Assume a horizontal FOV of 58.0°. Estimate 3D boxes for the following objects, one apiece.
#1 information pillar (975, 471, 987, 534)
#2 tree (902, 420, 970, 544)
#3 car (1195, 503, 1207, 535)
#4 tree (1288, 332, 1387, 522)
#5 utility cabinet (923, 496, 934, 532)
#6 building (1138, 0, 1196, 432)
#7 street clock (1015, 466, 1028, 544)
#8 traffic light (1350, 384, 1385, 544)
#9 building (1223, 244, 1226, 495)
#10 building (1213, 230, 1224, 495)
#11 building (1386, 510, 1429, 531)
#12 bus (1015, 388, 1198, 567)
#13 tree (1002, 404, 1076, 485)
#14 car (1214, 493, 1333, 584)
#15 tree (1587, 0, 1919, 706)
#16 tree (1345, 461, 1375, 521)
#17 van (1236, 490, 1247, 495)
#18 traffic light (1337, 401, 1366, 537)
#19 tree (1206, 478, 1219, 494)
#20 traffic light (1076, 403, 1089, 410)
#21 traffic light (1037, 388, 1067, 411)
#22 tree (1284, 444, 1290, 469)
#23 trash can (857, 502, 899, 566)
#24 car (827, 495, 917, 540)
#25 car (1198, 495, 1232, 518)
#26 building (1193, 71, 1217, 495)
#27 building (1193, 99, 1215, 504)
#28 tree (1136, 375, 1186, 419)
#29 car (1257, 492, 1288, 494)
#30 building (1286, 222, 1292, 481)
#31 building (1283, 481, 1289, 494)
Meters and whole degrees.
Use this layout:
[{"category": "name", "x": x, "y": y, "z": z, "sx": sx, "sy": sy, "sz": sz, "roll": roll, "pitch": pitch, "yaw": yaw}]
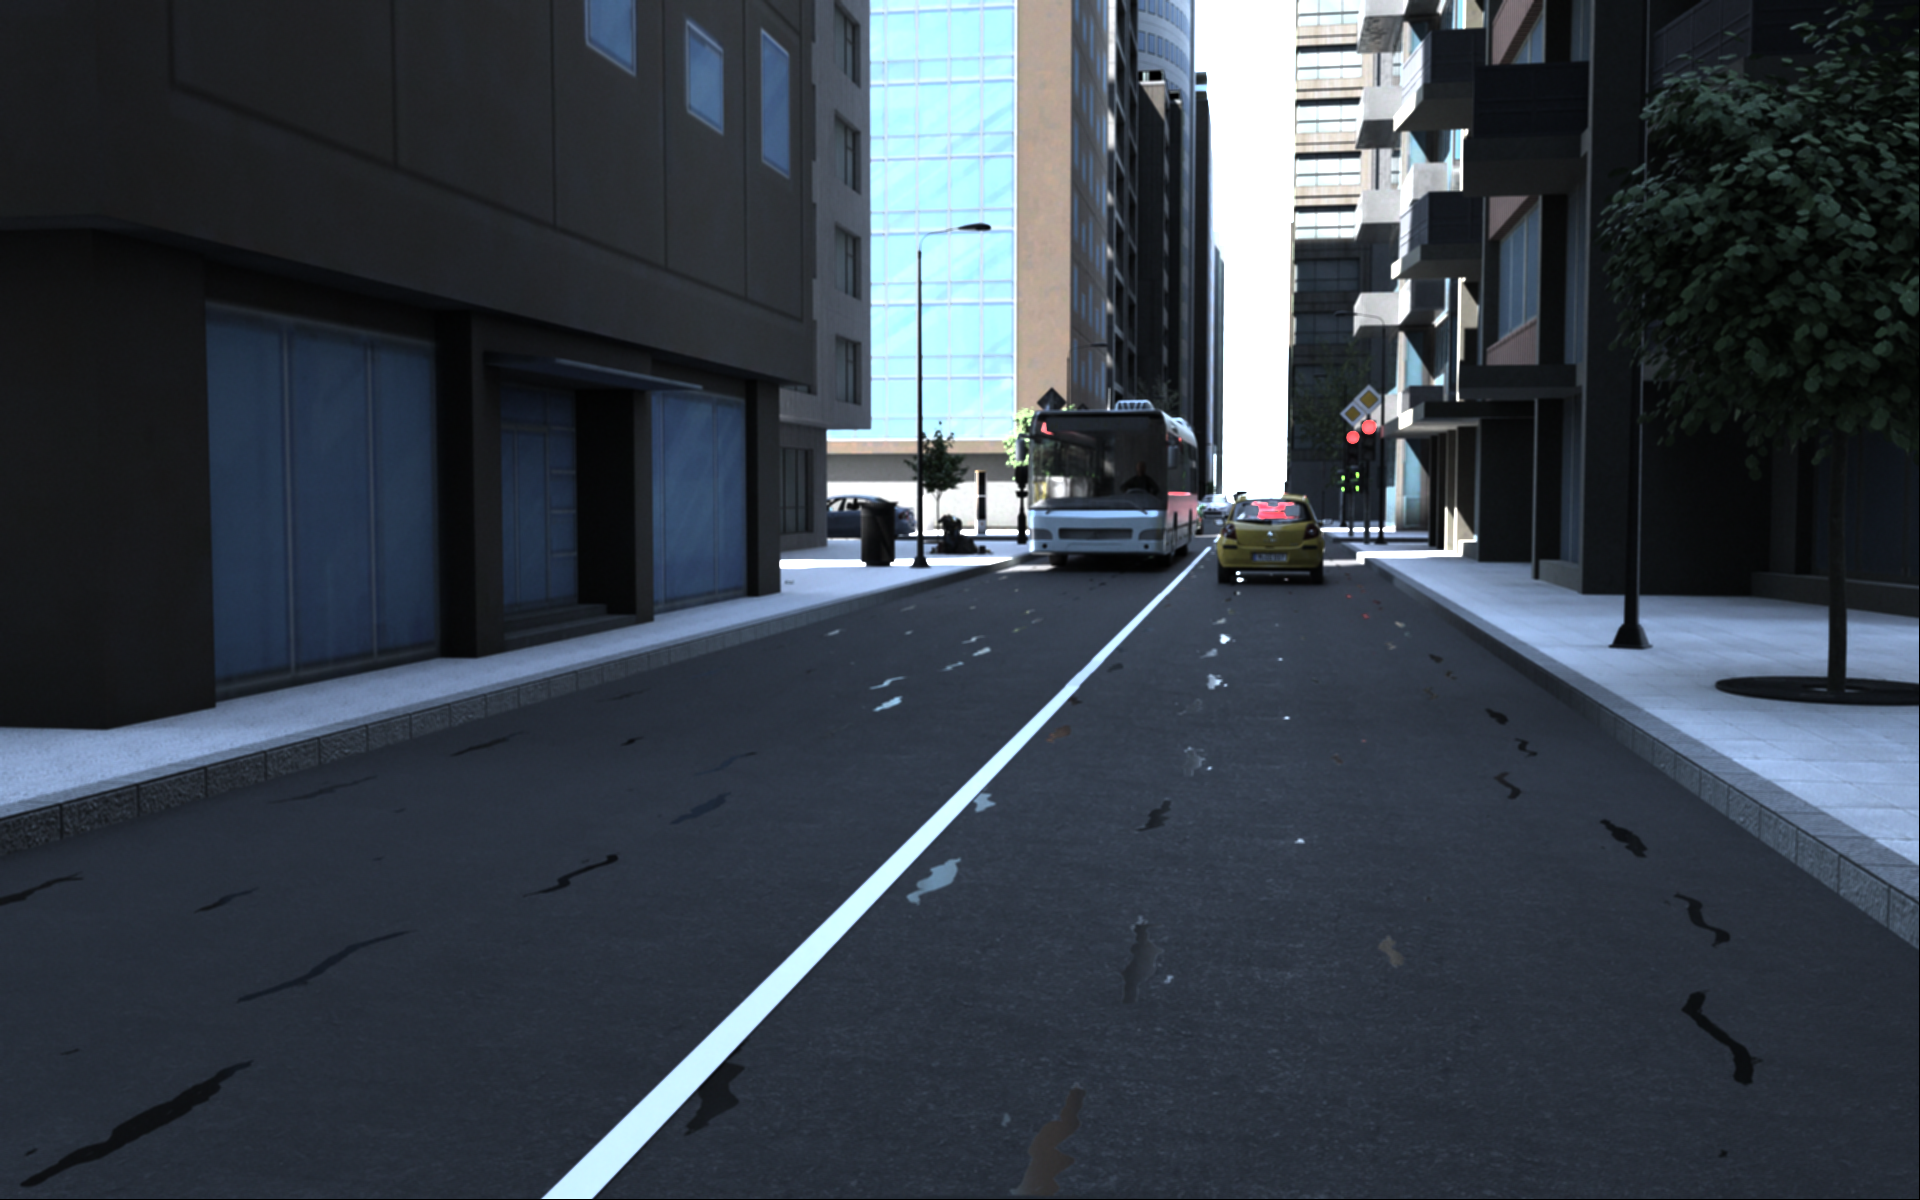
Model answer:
[{"category": "information pillar", "x": 0.670, "y": -3.095, "z": 55.101, "sx": 0.304, "sy": 2.012, "sz": 0.304, "roll": -1, "pitch": 4, "yaw": -11}, {"category": "tree", "x": -0.525, "y": -3.088, "z": 45.085, "sx": 1.663, "sy": 3.219, "sz": 1.824, "roll": 0, "pitch": 3, "yaw": 0}, {"category": "car", "x": 7.767, "y": -3.067, "z": 61.943, "sx": 2.131, "sy": 1.459, "sz": 4.920, "roll": 1, "pitch": 4, "yaw": 9}, {"category": "tree", "x": 16.986, "y": -7.813, "z": 78.106, "sx": 4.737, "sy": 8.622, "sz": 4.395, "roll": 0, "pitch": 3, "yaw": 0}, {"category": "utility cabinet", "x": -1.169, "y": -2.929, "z": 59.049, "sx": 0.306, "sy": 1.237, "sz": 1.020, "roll": 1, "pitch": 4, "yaw": 17}, {"category": "building", "x": 8.205, "y": -36.724, "z": 142.435, "sx": 21.231, "sy": 58.520, "sz": 28.212, "roll": 1, "pitch": 4, "yaw": 10}, {"category": "street clock", "x": 1.590, "y": -2.436, "z": 44.397, "sx": 0.358, "sy": 2.002, "sz": 0.471, "roll": -1, "pitch": 4, "yaw": -18}, {"category": "traffic light", "x": 10.418, "y": -3.389, "z": 44.323, "sx": 0.839, "sy": 4.253, "sz": 0.868, "roll": 1, "pitch": 4, "yaw": 10}, {"category": "building", "x": 35.030, "y": -36.272, "z": 276.642, "sx": 14.154, "sy": 41.232, "sz": 14.086, "roll": 1, "pitch": 4, "yaw": 10}, {"category": "building", "x": 32.071, "y": -35.404, "z": 262.451, "sx": 14.154, "sy": 41.232, "sz": 14.086, "roll": 1, "pitch": 4, "yaw": 10}, {"category": "building", "x": 29.576, "y": -26.968, "z": 60.530, "sx": 30.456, "sy": 49.044, "sz": 23.786, "roll": 1, "pitch": 4, "yaw": 10}, {"category": "bus", "x": 3.510, "y": -2.586, "z": 37.147, "sx": 2.948, "sy": 3.499, "sz": 13.247, "roll": 1, "pitch": 4, "yaw": 10}, {"category": "tree", "x": 3.012, "y": -4.498, "z": 57.253, "sx": 4.285, "sy": 4.588, "sz": 4.351, "roll": 0, "pitch": 3, "yaw": 0}, {"category": "car", "x": 5.272, "y": -1.163, "z": 29.234, "sx": 2.015, "sy": 1.641, "sz": 3.980, "roll": 1, "pitch": 4, "yaw": 11}, {"category": "tree", "x": 5.708, "y": -1.677, "z": 11.133, "sx": 4.285, "sy": 4.588, "sz": 4.351, "roll": 0, "pitch": 3, "yaw": 0}, {"category": "tree", "x": 18.403, "y": -5.319, "z": 81.561, "sx": 1.663, "sy": 3.219, "sz": 1.824, "roll": 0, "pitch": 3, "yaw": 0}, {"category": "van", "x": 43.601, "y": -16.141, "z": 268.291, "sx": 2.240, "sy": 2.365, "sz": 5.245, "roll": 1, "pitch": 4, "yaw": 8}, {"category": "traffic light", "x": 11.792, "y": -3.870, "z": 52.189, "sx": 0.839, "sy": 4.253, "sz": 0.868, "roll": 1, "pitch": 4, "yaw": 10}, {"category": "tree", "x": 29.613, "y": -12.787, "z": 203.665, "sx": 1.663, "sy": 3.219, "sz": 1.824, "roll": 0, "pitch": 3, "yaw": 0}, {"category": "traffic light", "x": 3.799, "y": -3.954, "z": 53.564, "sx": 0.839, "sy": 4.253, "sz": 0.868, "roll": 1, "pitch": 4, "yaw": 10}, {"category": "traffic light", "x": 2.425, "y": -3.473, "z": 45.698, "sx": 0.839, "sy": 4.253, "sz": 0.868, "roll": 1, "pitch": 4, "yaw": 10}, {"category": "tree", "x": 42.173, "y": -16.168, "z": 214.709, "sx": 4.360, "sy": 8.622, "sz": 3.978, "roll": 0, "pitch": 3, "yaw": 0}, {"category": "trash can", "x": -1.464, "y": -1.177, "z": 30.890, "sx": 0.748, "sy": 1.137, "sz": 0.748, "roll": 0, "pitch": 3, "yaw": 0}, {"category": "car", "x": -3.510, "y": -2.355, "z": 50.509, "sx": 4.499, "sy": 1.417, "sz": 2.014, "roll": 1, "pitch": 4, "yaw": 11}, {"category": "car", "x": 15.372, "y": -5.631, "z": 104.420, "sx": 2.083, "sy": 1.381, "sz": 4.827, "roll": 1, "pitch": 4, "yaw": 12}, {"category": "building", "x": 24.659, "y": -56.688, "z": 239.518, "sx": 22.319, "sy": 86.520, "sz": 31.000, "roll": 1, "pitch": 4, "yaw": 10}, {"category": "building", "x": 20.960, "y": -33.268, "z": 194.038, "sx": 14.600, "sy": 45.320, "sz": 14.200, "roll": 1, "pitch": 4, "yaw": 10}, {"category": "tree", "x": 11.825, "y": -9.550, "z": 106.509, "sx": 4.360, "sy": 8.622, "sz": 3.978, "roll": 0, "pitch": 3, "yaw": 0}, {"category": "car", "x": 11.365, "y": -3.305, "z": 63.080, "sx": 2.155, "sy": 1.783, "sz": 4.494, "roll": 1, "pitch": 4, "yaw": 8}, {"category": "building", "x": 58.951, "y": -38.195, "z": 274.596, "sx": 14.600, "sy": 45.320, "sz": 14.200, "roll": 1, "pitch": 4, "yaw": 10}, {"category": "building", "x": 64.336, "y": -34.397, "z": 254.278, "sx": 32.217, "sy": 40.220, "sz": 23.993, "roll": 1, "pitch": 4, "yaw": 10}]
